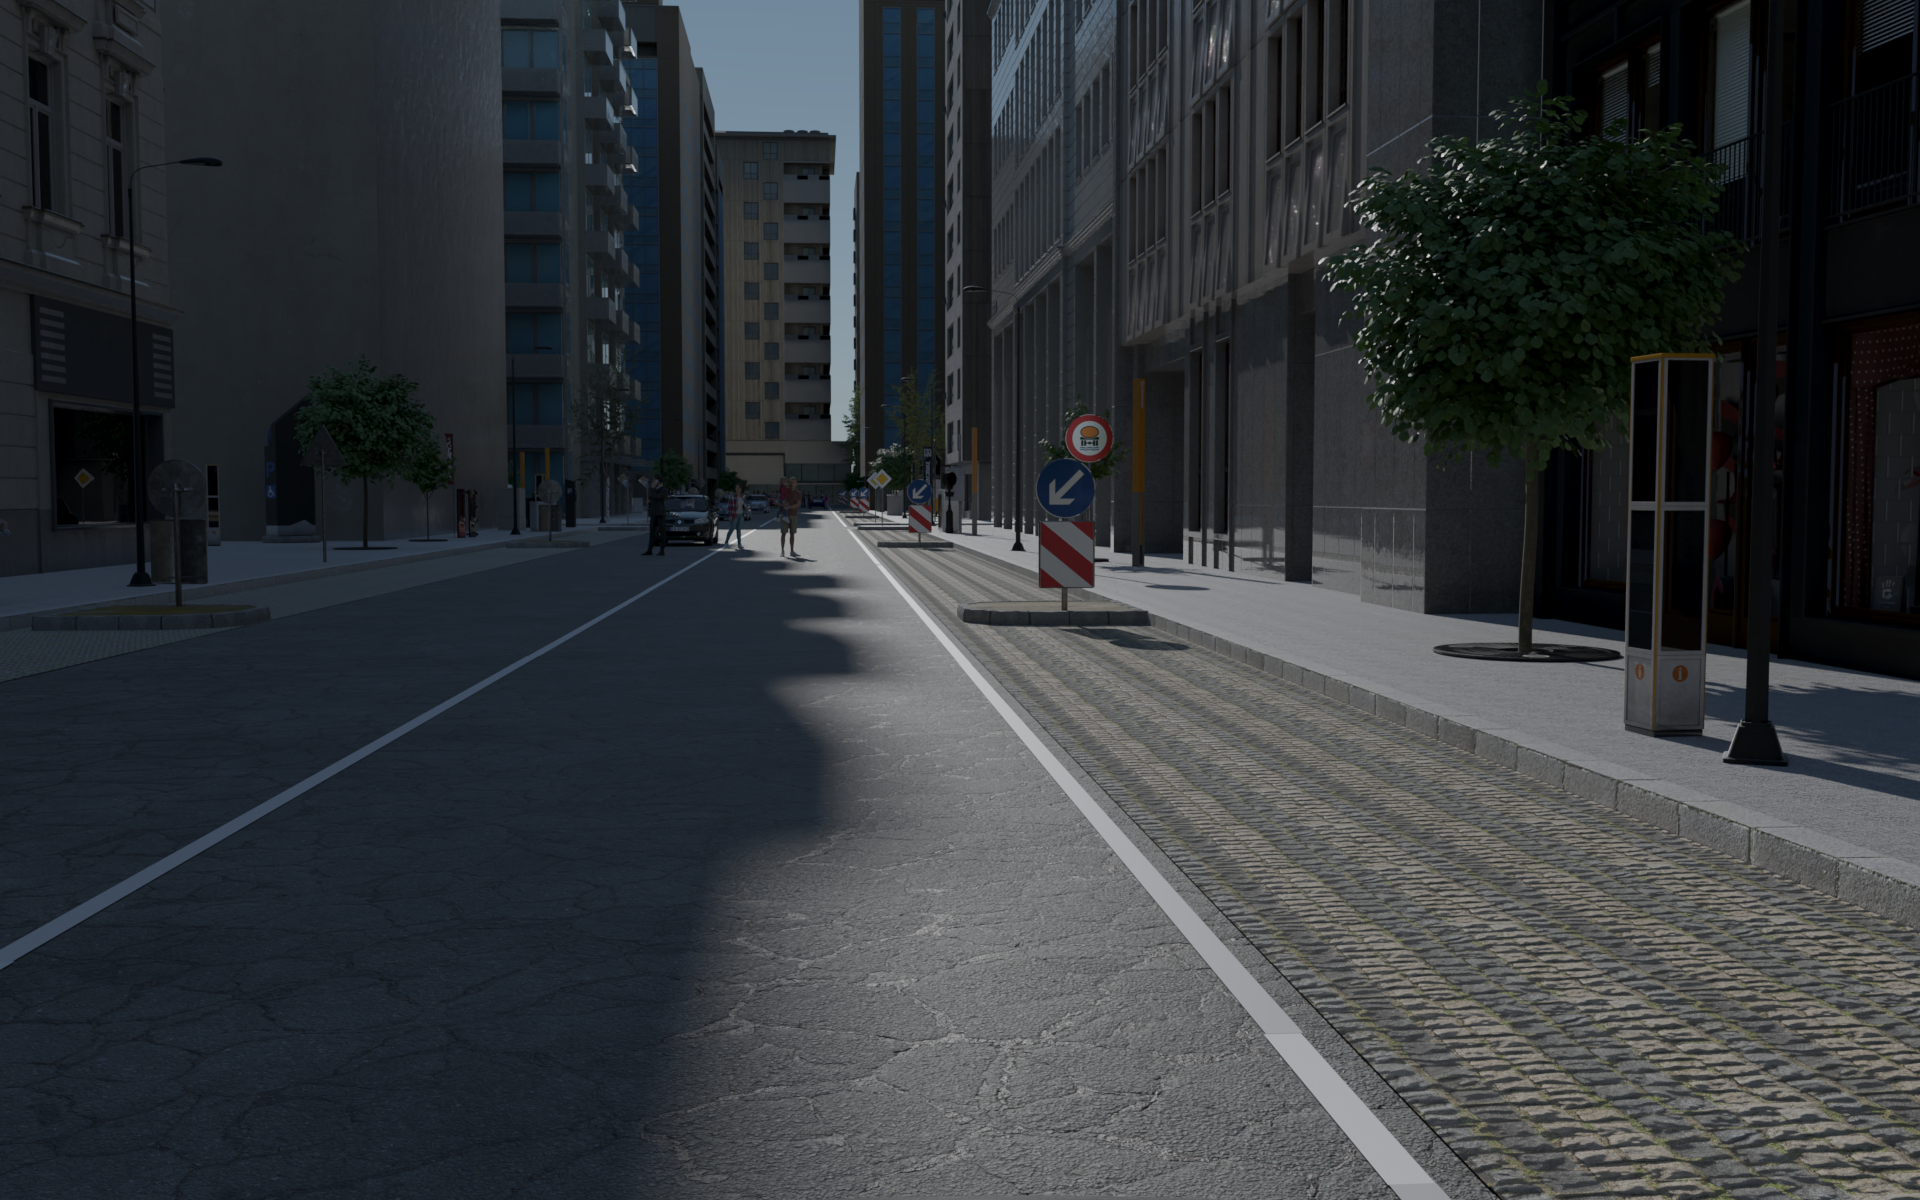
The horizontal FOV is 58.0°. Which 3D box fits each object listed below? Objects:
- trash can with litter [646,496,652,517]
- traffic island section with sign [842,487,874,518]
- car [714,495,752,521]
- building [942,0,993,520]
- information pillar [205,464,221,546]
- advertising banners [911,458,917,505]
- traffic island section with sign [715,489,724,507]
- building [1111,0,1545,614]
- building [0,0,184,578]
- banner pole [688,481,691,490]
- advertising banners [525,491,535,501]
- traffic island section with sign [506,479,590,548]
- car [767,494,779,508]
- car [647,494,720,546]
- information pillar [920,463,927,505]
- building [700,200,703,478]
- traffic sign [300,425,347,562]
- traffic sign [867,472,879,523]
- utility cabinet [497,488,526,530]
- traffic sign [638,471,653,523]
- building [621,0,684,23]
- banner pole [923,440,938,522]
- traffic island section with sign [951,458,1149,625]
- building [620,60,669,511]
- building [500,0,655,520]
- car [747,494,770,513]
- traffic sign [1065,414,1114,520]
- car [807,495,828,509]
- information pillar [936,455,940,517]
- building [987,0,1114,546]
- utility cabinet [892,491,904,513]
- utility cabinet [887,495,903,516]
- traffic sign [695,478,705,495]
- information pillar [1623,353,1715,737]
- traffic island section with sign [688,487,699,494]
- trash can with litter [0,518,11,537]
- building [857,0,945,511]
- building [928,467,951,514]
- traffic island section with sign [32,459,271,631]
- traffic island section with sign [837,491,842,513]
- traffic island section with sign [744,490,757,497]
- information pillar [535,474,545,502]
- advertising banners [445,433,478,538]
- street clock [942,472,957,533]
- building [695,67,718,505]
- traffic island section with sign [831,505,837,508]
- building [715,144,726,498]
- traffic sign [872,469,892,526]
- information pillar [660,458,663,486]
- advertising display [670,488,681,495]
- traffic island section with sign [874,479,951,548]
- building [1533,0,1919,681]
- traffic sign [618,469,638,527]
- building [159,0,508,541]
[{"bbox_3d":[-17.174,-5.197,96.350,0.624,1.170,1.055,-1,4,-9],"label":"trash can with litter"},{"bbox_3d":[-5.797,-5.726,102.245,1.989,1.847,2.006,0,4,-5],"label":"traffic island section with sign"},{"bbox_3d":[-12.291,-5.020,94.078,2.014,1.417,4.499,0,4,-3],"label":"car"},{"bbox_3d":[6.611,-19.313,87.463,14.107,30.474,14.160,0,4,-5],"label":"building"},{"bbox_3d":[-18.404,-2.334,42.656,0.304,2.012,0.304,-2,4,-27],"label":"information pillar"},{"bbox_3d":[-2.245,-5.390,84.309,0.090,3.025,2.074,-1,4,-8],"label":"advertising banners"},{"bbox_3d":[-17.705,-7.293,127.866,1.989,1.847,2.006,0,4,-5],"label":"traffic island section with sign"},{"bbox_3d":[10.128,-12.849,28.100,12.078,24.808,19.932,0,4,-5],"label":"building"},{"bbox_3d":[-21.605,-14.482,13.197,17.030,29.872,44.131,0,4,-5],"label":"building"},{"bbox_3d":[-23.285,-9.721,148.952,0.401,3.779,0.863,-2,4,-32],"label":"banner pole"},{"bbox_3d":[-17.302,-4.389,67.954,2.074,3.025,0.090,-1,4,-13],"label":"advertising banners"},{"bbox_3d":[-11.012,-2.315,46.485,1.989,1.847,2.006,0,4,-5],"label":"traffic island section with sign"},{"bbox_3d":[-19.276,-10.524,181.110,2.155,1.783,4.494,0,4,-4],"label":"car"},{"bbox_3d":[-7.800,-2.407,49.144,2.009,1.686,4.222,0,4,-5],"label":"car"},{"bbox_3d":[-2.790,-8.615,132.204,0.504,3.616,0.183,-1,4,-16],"label":"information pillar"},{"bbox_3d":[-33.002,-31.868,171.146,14.600,45.320,14.200,0,4,-5],"label":"building"},{"bbox_3d":[-11.938,-1.987,32.486,0.884,2.594,0.081,0,4,2],"label":"traffic sign"},{"bbox_3d":[-3.768,-4.499,77.194,0.795,2.450,0.064,0,4,-5],"label":"traffic sign"},{"bbox_3d":[-15.871,-3.219,61.316,1.173,1.500,0.318,3,4,36],"label":"utility cabinet"},{"bbox_3d":[-13.780,-4.450,76.394,0.795,2.450,0.064,0,4,-5],"label":"traffic sign"},{"bbox_3d":[-31.697,-31.004,157.032,14.600,45.320,14.200,0,4,-5],"label":"building"},{"bbox_3d":[-1.352,-5.503,79.999,0.863,3.779,0.401,2,4,31],"label":"banner pole"},{"bbox_3d":[0.991,-0.679,19.733,1.989,1.847,2.006,0,4,-5],"label":"traffic island section with sign"},{"bbox_3d":[-38.804,-26.950,132.506,32.217,40.220,23.993,0,4,-5],"label":"building"},{"bbox_3d":[-30.255,-29.239,97.660,23.786,49.044,30.456,0,4,-5],"label":"building"},{"bbox_3d":[-15.177,-7.177,129.349,2.014,1.417,4.499,0,4,-3],"label":"car"},{"bbox_3d":[2.063,-1.686,27.669,0.768,2.556,0.104,0,4,1],"label":"traffic sign"},{"bbox_3d":[-13.781,-9.484,167.651,1.945,1.354,3.894,0,4,-6],"label":"car"},{"bbox_3d":[-1.306,-6.505,97.710,0.183,3.616,0.504,3,5,43],"label":"information pillar"},{"bbox_3d":[7.799,-16.830,52.670,11.434,29.767,29.804,0,4,-5],"label":"building"},{"bbox_3d":[-4.185,-6.749,119.020,0.318,1.500,1.173,-3,5,-42],"label":"utility cabinet"},{"bbox_3d":[-3.876,-5.620,103.049,1.020,1.237,0.306,3,5,40],"label":"utility cabinet"},{"bbox_3d":[-20.351,-8.289,135.629,0.768,2.556,0.104,0,4,-2],"label":"traffic sign"},{"bbox_3d":[3.771,-0.290,9.227,0.304,2.012,0.304,-1,4,-10],"label":"information pillar"},{"bbox_3d":[-15.501,-5.650,101.001,1.989,1.847,2.006,0,4,-5],"label":"traffic island section with sign"},{"bbox_3d":[-11.055,-0.495,19.484,0.624,1.170,1.055,-2,4,-26],"label":"trash can with litter"},{"bbox_3d":[-1.075,-30.014,140.836,14.600,45.320,14.200,0,4,-5],"label":"building"},{"bbox_3d":[14.329,-25.886,115.116,32.217,40.220,23.993,0,4,-5],"label":"building"},{"bbox_3d":[-8.763,-0.637,19.038,1.989,1.847,2.006,0,4,-5],"label":"traffic island section with sign"},{"bbox_3d":[-8.022,-7.382,129.323,1.989,1.847,2.006,0,4,-5],"label":"traffic island section with sign"},{"bbox_3d":[-21.833,-10.359,178.004,1.989,1.847,2.006,0,4,-5],"label":"traffic island section with sign"},{"bbox_3d":[-15.580,-3.659,64.313,0.304,2.012,0.304,0,4,2],"label":"information pillar"},{"bbox_3d":[-14.581,-3.329,50.622,0.090,3.025,2.074,1,4,9],"label":"advertising banners"},{"bbox_3d":[-0.341,-3.171,56.412,0.358,2.002,0.471,3,5,41],"label":"street clock"},{"bbox_3d":[-37.882,-34.549,188.575,21.300,48.544,21.600,0,4,-5],"label":"building"},{"bbox_3d":[-12.110,-10.421,179.017,1.989,1.847,2.006,0,4,-5],"label":"traffic island section with sign"},{"bbox_3d":[-36.928,-34.636,216.405,14.200,45.320,14.600,0,4,-5],"label":"building"},{"bbox_3d":[-3.113,-4.012,69.236,0.795,2.450,0.064,0,4,-5],"label":"traffic sign"},{"bbox_3d":[-19.112,-7.328,111.171,0.183,3.616,0.504,1,4,9],"label":"information pillar"},{"bbox_3d":[-21.240,-7.578,129.115,0.974,1.923,0.123,1,4,14],"label":"advertising display"},{"bbox_3d":[-1.237,-2.333,46.770,1.989,1.847,2.006,0,4,-5],"label":"traffic island section with sign"},{"bbox_3d":[12.708,-11.022,9.885,12.332,23.373,15.834,0,4,-5],"label":"building"},{"bbox_3d":[-13.126,-3.963,68.436,0.795,2.450,0.064,0,4,-5],"label":"traffic sign"},{"bbox_3d":[-33.492,-15.306,54.762,34.151,26.468,19.350,0,4,-5],"label":"building"}]
